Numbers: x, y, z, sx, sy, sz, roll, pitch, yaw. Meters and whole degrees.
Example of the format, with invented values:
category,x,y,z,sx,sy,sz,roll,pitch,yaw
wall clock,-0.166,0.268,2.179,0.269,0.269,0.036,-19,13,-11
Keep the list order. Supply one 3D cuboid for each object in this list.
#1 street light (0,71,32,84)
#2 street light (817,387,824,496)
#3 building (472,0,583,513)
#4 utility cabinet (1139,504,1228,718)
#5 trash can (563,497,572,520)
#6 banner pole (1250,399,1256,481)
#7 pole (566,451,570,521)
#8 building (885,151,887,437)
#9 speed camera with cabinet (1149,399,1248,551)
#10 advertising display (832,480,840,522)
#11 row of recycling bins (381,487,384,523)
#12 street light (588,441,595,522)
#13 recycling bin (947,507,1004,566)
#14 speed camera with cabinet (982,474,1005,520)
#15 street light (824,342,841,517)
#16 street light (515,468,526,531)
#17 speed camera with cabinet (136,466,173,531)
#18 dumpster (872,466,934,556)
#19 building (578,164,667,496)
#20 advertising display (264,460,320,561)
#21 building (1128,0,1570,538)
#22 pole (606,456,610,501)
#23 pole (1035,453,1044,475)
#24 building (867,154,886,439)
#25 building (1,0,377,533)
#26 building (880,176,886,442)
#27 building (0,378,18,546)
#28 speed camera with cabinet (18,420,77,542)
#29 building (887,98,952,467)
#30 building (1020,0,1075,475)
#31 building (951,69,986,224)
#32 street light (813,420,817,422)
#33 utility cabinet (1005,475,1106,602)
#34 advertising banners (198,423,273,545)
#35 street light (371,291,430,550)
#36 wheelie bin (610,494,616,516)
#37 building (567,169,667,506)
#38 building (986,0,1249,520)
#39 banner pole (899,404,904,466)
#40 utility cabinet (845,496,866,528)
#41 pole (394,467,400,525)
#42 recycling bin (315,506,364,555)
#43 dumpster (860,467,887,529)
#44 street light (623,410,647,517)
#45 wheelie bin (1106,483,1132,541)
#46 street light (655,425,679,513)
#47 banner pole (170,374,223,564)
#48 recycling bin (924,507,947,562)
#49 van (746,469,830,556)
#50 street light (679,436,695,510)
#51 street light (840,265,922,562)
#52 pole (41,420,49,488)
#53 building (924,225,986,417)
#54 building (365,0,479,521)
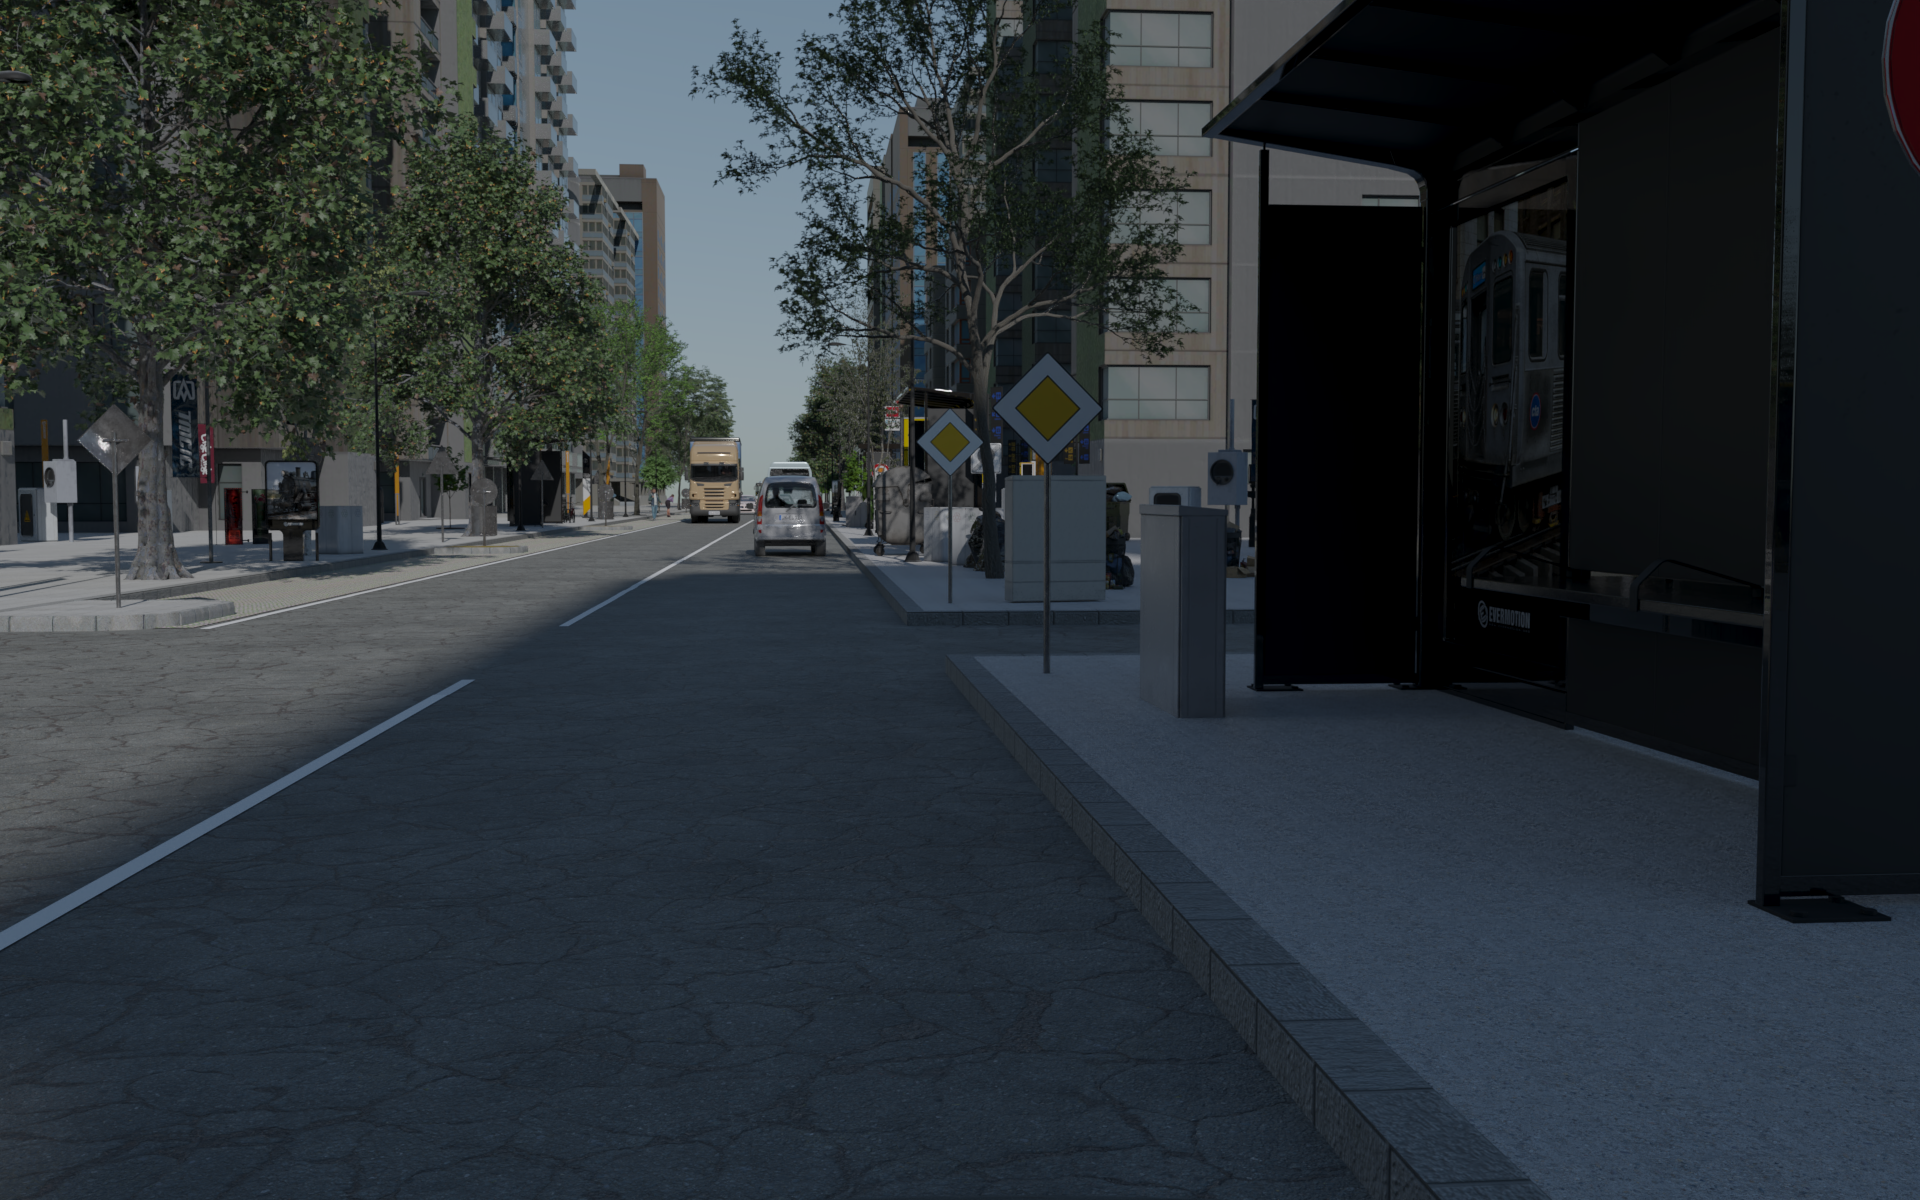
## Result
category,x,y,z,sx,sy,sz,roll,pitch,yaw
street light,-10.894,-2.850,19.134,1.470,5.913,1.316,0,4,-5
street light,-5.299,-6.239,74.543,1.470,5.913,1.316,0,4,-5
building,-42.495,-31.656,137.179,23.786,49.044,30.456,0,4,-5
utility cabinet,1.333,0.048,10.384,0.306,1.237,1.020,0,4,-7
trash can,-19.523,-4.527,85.663,0.748,1.137,0.748,0,3,0
banner pole,7.133,-3.064,40.118,0.863,3.779,0.401,1,4,22
pole,-18.688,-5.423,82.509,0.158,3.312,0.155,0,3,0
building,-1.849,-34.315,211.154,14.600,45.320,14.200,0,4,-5
speed camera with cabinet,4.987,-2.570,36.351,2.038,3.252,0.660,2,4,34
advertising display,-5.779,-4.620,80.744,0.123,1.923,0.974,-1,4,-20
row of recycling bins,-25.918,-4.229,76.254,1.069,1.692,3.534,-1,4,-15
street light,-16.708,-6.630,80.940,1.470,5.913,1.316,0,4,-5
recycling bin,0.308,-1.145,31.280,0.722,1.027,0.722,3,4,36
speed camera with cabinet,1.248,-3.369,49.426,2.038,3.252,0.660,-1,4,-22
street light,-3.345,-4.926,53.085,1.470,5.913,1.316,0,4,-5
street light,-14.772,-5.365,60.258,1.470,5.913,1.316,0,4,-5
speed camera with cabinet,-25.665,-3.718,55.127,0.660,3.252,2.038,-1,4,-11
dumpster,-1.194,-1.871,36.349,1.264,1.857,1.865,0,4,-5
building,-47.951,-35.983,238.427,14.600,45.320,14.200,0,4,-5
advertising display,-12.733,-1.703,33.054,0.974,1.923,0.123,0,4,-8
building,10.536,-22.808,56.501,14.154,41.232,14.086,0,4,-5
pole,-18.712,-6.007,92.060,0.158,3.312,0.155,0,3,0
pole,1.550,-2.407,33.199,0.158,3.312,0.155,0,3,0
building,-1.960,-37.922,243.721,21.300,48.544,21.600,0,4,-5
building,-30.092,-17.781,62.413,14.160,30.474,14.107,0,4,-5
building,-3.445,-33.159,225.748,14.154,41.232,14.086,0,4,-5
building,-30.274,-21.508,35.245,14.154,41.232,14.086,0,4,-5
speed camera with cabinet,-24.483,-3.186,46.432,2.038,3.252,0.660,2,4,35
building,-0.342,-33.453,197.059,14.600,45.320,14.200,0,4,-5
building,9.921,-19.435,89.471,14.160,30.474,14.107,0,4,-5
building,11.984,-28.195,152.873,32.217,40.220,23.993,0,4,-5
street light,-7.152,-7.494,95.071,1.470,5.913,1.316,0,4,-5
utility cabinet,1.132,-0.730,20.619,1.173,1.500,0.318,-1,4,-17
advertising banners,-18.306,-2.903,43.655,0.090,3.025,2.074,2,4,34
street light,-12.797,-4.105,39.656,1.470,5.913,1.316,0,4,-5
wheelie bin,-19.072,-5.247,93.691,0.980,1.594,0.693,1,4,8
building,-53.975,-32.233,218.885,32.217,40.220,23.993,0,4,-5
building,8.362,-25.715,104.038,14.154,41.232,14.086,0,4,-5
banner pole,-1.614,-3.557,48.166,0.401,3.779,0.863,0,4,-6
utility cabinet,-4.025,-3.407,66.863,0.306,1.237,1.020,-3,4,-37
pole,-23.337,-4.766,71.769,0.158,3.312,0.155,0,3,0
recycling bin,-13.327,-1.506,37.177,0.722,1.027,0.722,2,4,27
dumpster,-2.890,-3.750,63.813,1.502,2.255,1.985,0,4,-5
street light,-18.039,-7.558,96.112,1.470,5.913,1.316,0,4,-5
wheelie bin,4.265,-2.414,47.372,0.980,1.594,0.693,3,4,36
street light,-19.960,-8.828,116.871,1.470,5.913,1.316,0,4,-5
banner pole,-14.095,-2.563,31.922,0.863,3.779,0.401,-2,4,-35
recycling bin,-0.218,-1.246,32.919,0.722,1.027,0.722,-2,4,-31
van,-4.085,-2.095,41.265,2.013,2.044,4.112,0,4,-7
street light,-21.812,-10.115,137.916,1.470,5.913,1.316,0,4,-5
street light,-1.438,-3.671,32.562,1.470,5.913,1.316,0,4,-5
pole,-25.101,-3.285,47.561,0.158,3.312,0.155,0,3,0
building,12.214,-17.232,126.780,27.650,21.520,28.899,0,4,-5
building,-31.852,-24.494,84.072,14.154,41.232,14.086,0,4,-5
